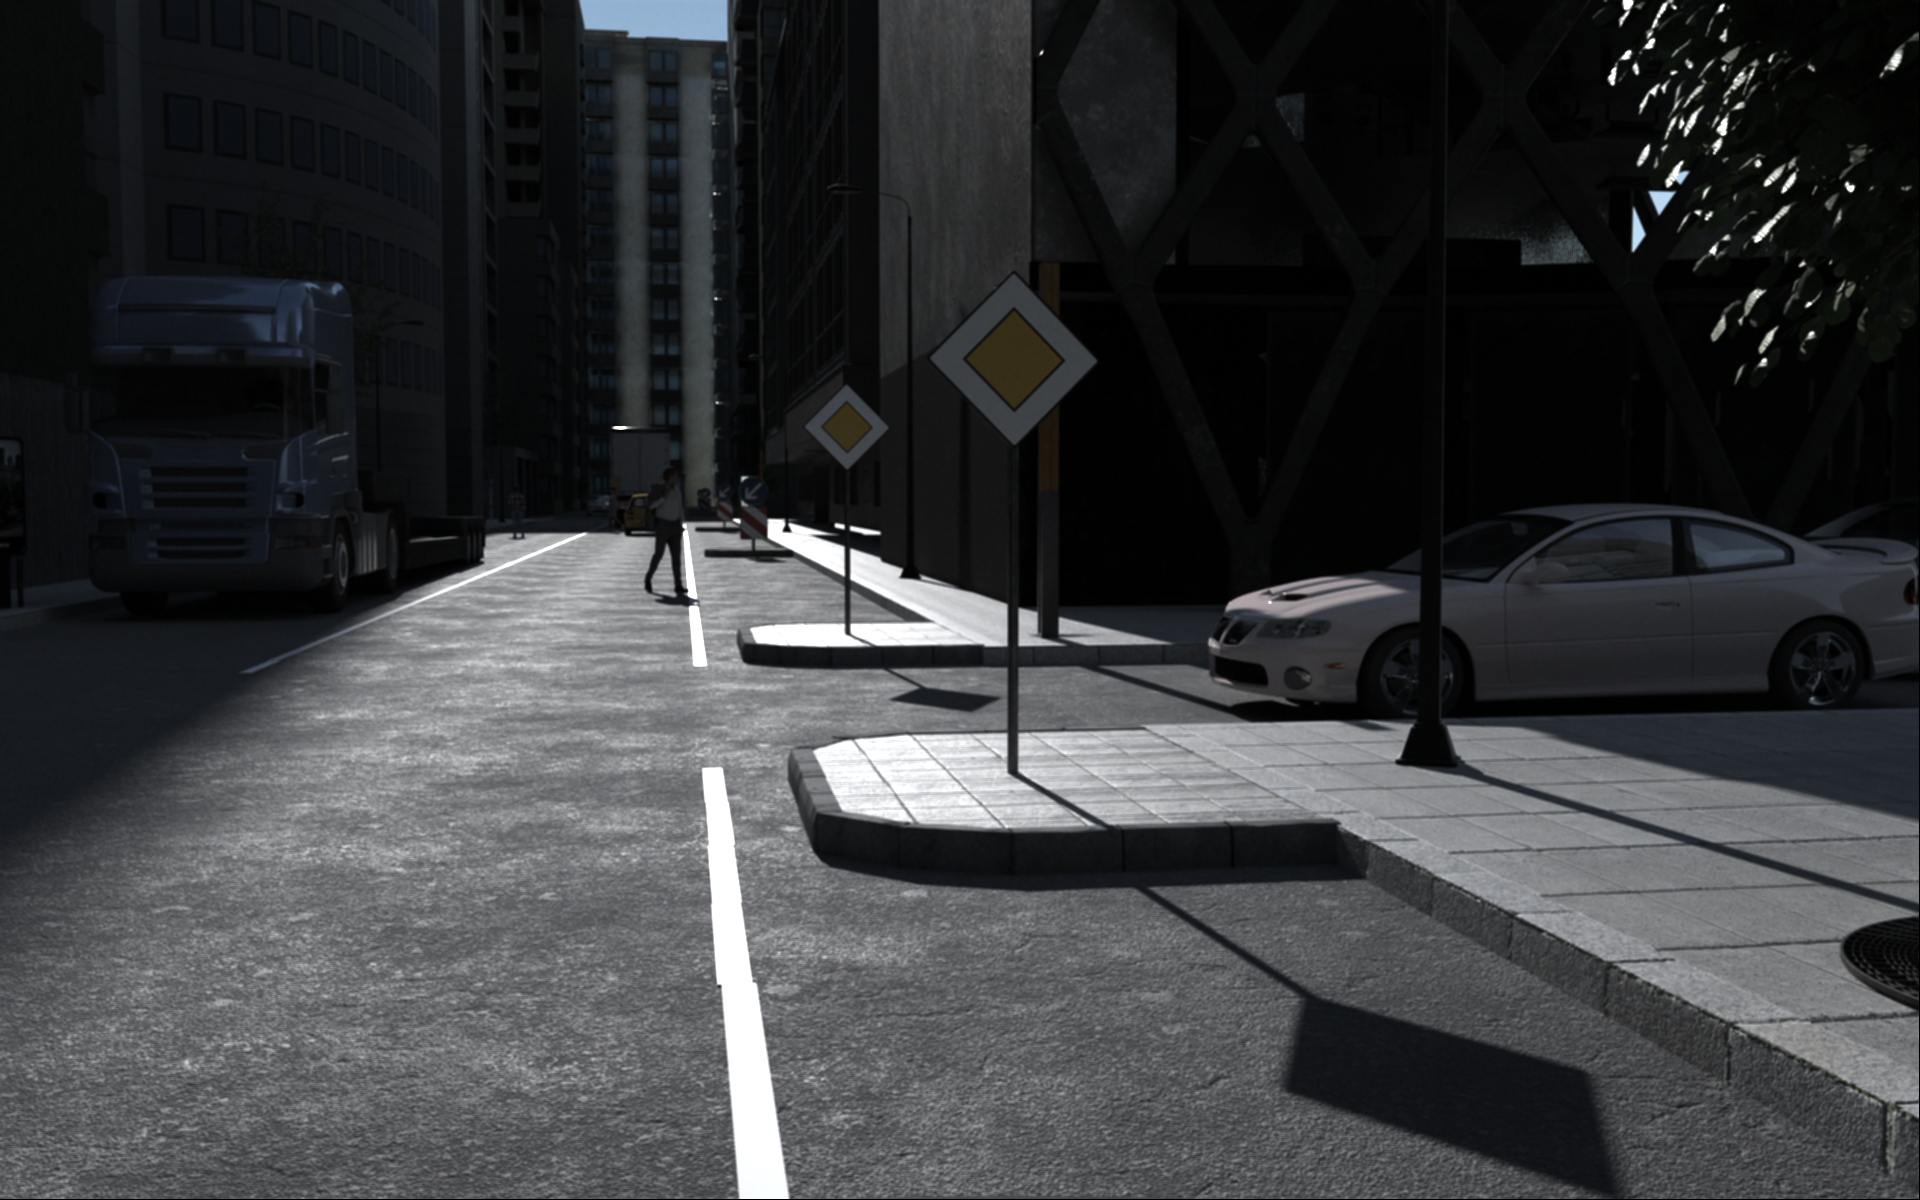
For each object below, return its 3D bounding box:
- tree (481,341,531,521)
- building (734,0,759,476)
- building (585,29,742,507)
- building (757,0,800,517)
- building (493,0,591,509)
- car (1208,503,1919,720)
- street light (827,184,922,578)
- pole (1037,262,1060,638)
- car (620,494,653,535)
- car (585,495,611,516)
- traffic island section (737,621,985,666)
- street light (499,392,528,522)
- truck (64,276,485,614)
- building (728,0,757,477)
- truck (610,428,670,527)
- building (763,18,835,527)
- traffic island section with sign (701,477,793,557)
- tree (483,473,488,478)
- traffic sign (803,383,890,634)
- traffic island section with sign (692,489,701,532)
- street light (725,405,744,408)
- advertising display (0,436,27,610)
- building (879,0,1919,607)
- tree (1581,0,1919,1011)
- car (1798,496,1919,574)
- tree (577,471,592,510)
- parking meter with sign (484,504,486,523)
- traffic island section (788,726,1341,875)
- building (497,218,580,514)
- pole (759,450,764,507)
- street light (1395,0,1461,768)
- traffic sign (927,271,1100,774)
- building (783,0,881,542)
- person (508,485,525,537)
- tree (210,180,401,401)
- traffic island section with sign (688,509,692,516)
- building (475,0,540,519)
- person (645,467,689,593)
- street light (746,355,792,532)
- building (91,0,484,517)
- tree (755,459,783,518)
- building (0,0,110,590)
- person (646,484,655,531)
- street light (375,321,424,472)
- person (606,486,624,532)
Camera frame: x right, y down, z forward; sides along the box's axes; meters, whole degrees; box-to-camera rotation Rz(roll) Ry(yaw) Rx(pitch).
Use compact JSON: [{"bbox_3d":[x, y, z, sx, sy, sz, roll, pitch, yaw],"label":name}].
[{"bbox_3d":[-22.612,-8.080,82.475,4.360,8.622,3.978,0,3,0],"label":"tree"},{"bbox_3d":[-4.763,-28.723,124.251,22.147,44.769,28.867,-1,4,-9],"label":"building"},{"bbox_3d":[-37.482,-34.375,181.642,30.456,49.044,23.786,-1,4,-9],"label":"building"},{"bbox_3d":[-4.961,-20.248,102.749,14.160,30.474,14.107,-1,4,-9],"label":"building"},{"bbox_3d":[-43.869,-32.279,151.456,21.600,48.544,21.300,-1,4,-9],"label":"building"},{"bbox_3d":[4.072,0.037,11.761,4.827,1.381,2.083,-1,4,-11],"label":"car"},{"bbox_3d":[-1.297,-3.285,26.244,1.470,5.913,1.316,-1,4,-9],"label":"street light"},{"bbox_3d":[0.788,-1.319,15.406,0.158,3.312,0.155,0,3,0],"label":"pole"},{"bbox_3d":[-11.093,-3.151,61.745,2.015,1.641,3.980,-1,4,-10],"label":"car"},{"bbox_3d":[-23.884,-6.294,115.264,2.083,1.381,4.827,-1,4,-10],"label":"car"},{"bbox_3d":[-1.008,0.392,15.865,2.009,0.180,2.903,-1,4,-9],"label":"traffic island section"},{"bbox_3d":[-20.248,-6.482,78.525,1.470,5.913,1.316,-1,4,-9],"label":"street light"},{"bbox_3d":[-9.830,-2.316,27.618,2.967,4.110,18.799,-1,4,-9],"label":"truck"},{"bbox_3d":[-6.538,-34.493,153.194,28.713,52.752,27.495,-1,4,-9],"label":"building"},{"bbox_3d":[-14.433,-5.497,78.782,2.839,4.237,11.283,-1,4,-9],"label":"truck"},{"bbox_3d":[-0.748,-15.708,75.894,14.314,24.678,30.058,-1,4,-9],"label":"building"},{"bbox_3d":[-4.925,-1.929,40.160,1.989,1.847,2.006,-1,4,-9],"label":"traffic island section with sign"},{"bbox_3d":[-21.570,-4.941,75.383,1.663,3.219,1.824,0,3,0],"label":"tree"},{"bbox_3d":[-1.030,-0.743,15.784,0.795,2.450,0.064,-1,4,-9],"label":"traffic sign"},{"bbox_3d":[-9.204,-3.556,66.775,1.989,1.847,2.006,-1,4,-9],"label":"traffic island section with sign"},{"bbox_3d":[-11.516,-7.195,90.177,1.470,5.913,1.316,-1,4,-9],"label":"street light"},{"bbox_3d":[-10.704,-0.854,19.181,0.123,1.923,0.974,0,4,6],"label":"advertising display"},{"bbox_3d":[8.069,-9.666,25.494,16.811,18.784,16.820,-1,4,-9],"label":"building"},{"bbox_3d":[3.139,-1.264,4.380,4.285,4.588,4.351,0,3,0],"label":"tree"},{"bbox_3d":[8.821,-0.151,14.264,4.920,1.459,2.131,-1,4,-11],"label":"car"},{"bbox_3d":[-30.839,-8.937,140.726,1.663,3.219,1.824,0,3,0],"label":"tree"},{"bbox_3d":[-22.064,-5.021,78.357,1.738,3.016,0.543,3,5,42],"label":"parking meter with sign"},{"bbox_3d":[0.262,0.875,7.981,2.009,0.180,2.903,-1,4,-9],"label":"traffic island section"},{"bbox_3d":[-41.672,-16.894,121.253,27.650,21.520,28.899,-1,4,-9],"label":"building"},{"bbox_3d":[-9.159,-5.270,80.007,0.158,3.312,0.155,0,3,0],"label":"pole"},{"bbox_3d":[1.707,-2.171,8.034,1.470,5.913,1.316,-1,4,-9],"label":"street light"},{"bbox_3d":[0.240,-0.260,7.901,0.795,2.450,0.064,-1,4,-9],"label":"traffic sign"},{"bbox_3d":[2.758,-15.621,48.918,14.314,27.812,24.014,-1,4,-9],"label":"building"},{"bbox_3d":[-14.728,-2.949,57.560,0.563,1.720,0.643,-1,4,-18],"label":"person"},{"bbox_3d":[-15.838,-5.584,41.658,4.737,8.622,4.395,0,3,0],"label":"tree"},{"bbox_3d":[-17.192,-6.587,116.330,1.989,1.847,2.006,-1,4,-9],"label":"traffic island section with sign"},{"bbox_3d":[-34.565,-40.202,95.557,20.563,71.187,20.611,-1,4,-9],"label":"building"},{"bbox_3d":[-4.314,-1.020,25.280,0.850,1.850,0.679,3,4,38],"label":"person"},{"bbox_3d":[-6.379,-5.240,58.215,1.470,5.913,1.316,-1,4,-9],"label":"street light"},{"bbox_3d":[-28.556,-31.503,57.066,21.231,58.520,28.212,-1,4,-9],"label":"building"},{"bbox_3d":[-10.420,-6.033,93.240,1.663,3.219,1.824,0,3,0],"label":"tree"},{"bbox_3d":[-19.251,-15.115,18.834,14.160,30.474,14.107,-1,4,-9],"label":"building"},{"bbox_3d":[-11.904,-3.563,66.769,0.660,1.820,0.620,0,4,3],"label":"person"},{"bbox_3d":[-15.026,-4.518,46.410,1.470,5.913,1.316,-1,4,-9],"label":"street light"},{"bbox_3d":[-12.984,-3.412,65.040,0.466,1.731,0.760,3,5,42],"label":"person"}]
